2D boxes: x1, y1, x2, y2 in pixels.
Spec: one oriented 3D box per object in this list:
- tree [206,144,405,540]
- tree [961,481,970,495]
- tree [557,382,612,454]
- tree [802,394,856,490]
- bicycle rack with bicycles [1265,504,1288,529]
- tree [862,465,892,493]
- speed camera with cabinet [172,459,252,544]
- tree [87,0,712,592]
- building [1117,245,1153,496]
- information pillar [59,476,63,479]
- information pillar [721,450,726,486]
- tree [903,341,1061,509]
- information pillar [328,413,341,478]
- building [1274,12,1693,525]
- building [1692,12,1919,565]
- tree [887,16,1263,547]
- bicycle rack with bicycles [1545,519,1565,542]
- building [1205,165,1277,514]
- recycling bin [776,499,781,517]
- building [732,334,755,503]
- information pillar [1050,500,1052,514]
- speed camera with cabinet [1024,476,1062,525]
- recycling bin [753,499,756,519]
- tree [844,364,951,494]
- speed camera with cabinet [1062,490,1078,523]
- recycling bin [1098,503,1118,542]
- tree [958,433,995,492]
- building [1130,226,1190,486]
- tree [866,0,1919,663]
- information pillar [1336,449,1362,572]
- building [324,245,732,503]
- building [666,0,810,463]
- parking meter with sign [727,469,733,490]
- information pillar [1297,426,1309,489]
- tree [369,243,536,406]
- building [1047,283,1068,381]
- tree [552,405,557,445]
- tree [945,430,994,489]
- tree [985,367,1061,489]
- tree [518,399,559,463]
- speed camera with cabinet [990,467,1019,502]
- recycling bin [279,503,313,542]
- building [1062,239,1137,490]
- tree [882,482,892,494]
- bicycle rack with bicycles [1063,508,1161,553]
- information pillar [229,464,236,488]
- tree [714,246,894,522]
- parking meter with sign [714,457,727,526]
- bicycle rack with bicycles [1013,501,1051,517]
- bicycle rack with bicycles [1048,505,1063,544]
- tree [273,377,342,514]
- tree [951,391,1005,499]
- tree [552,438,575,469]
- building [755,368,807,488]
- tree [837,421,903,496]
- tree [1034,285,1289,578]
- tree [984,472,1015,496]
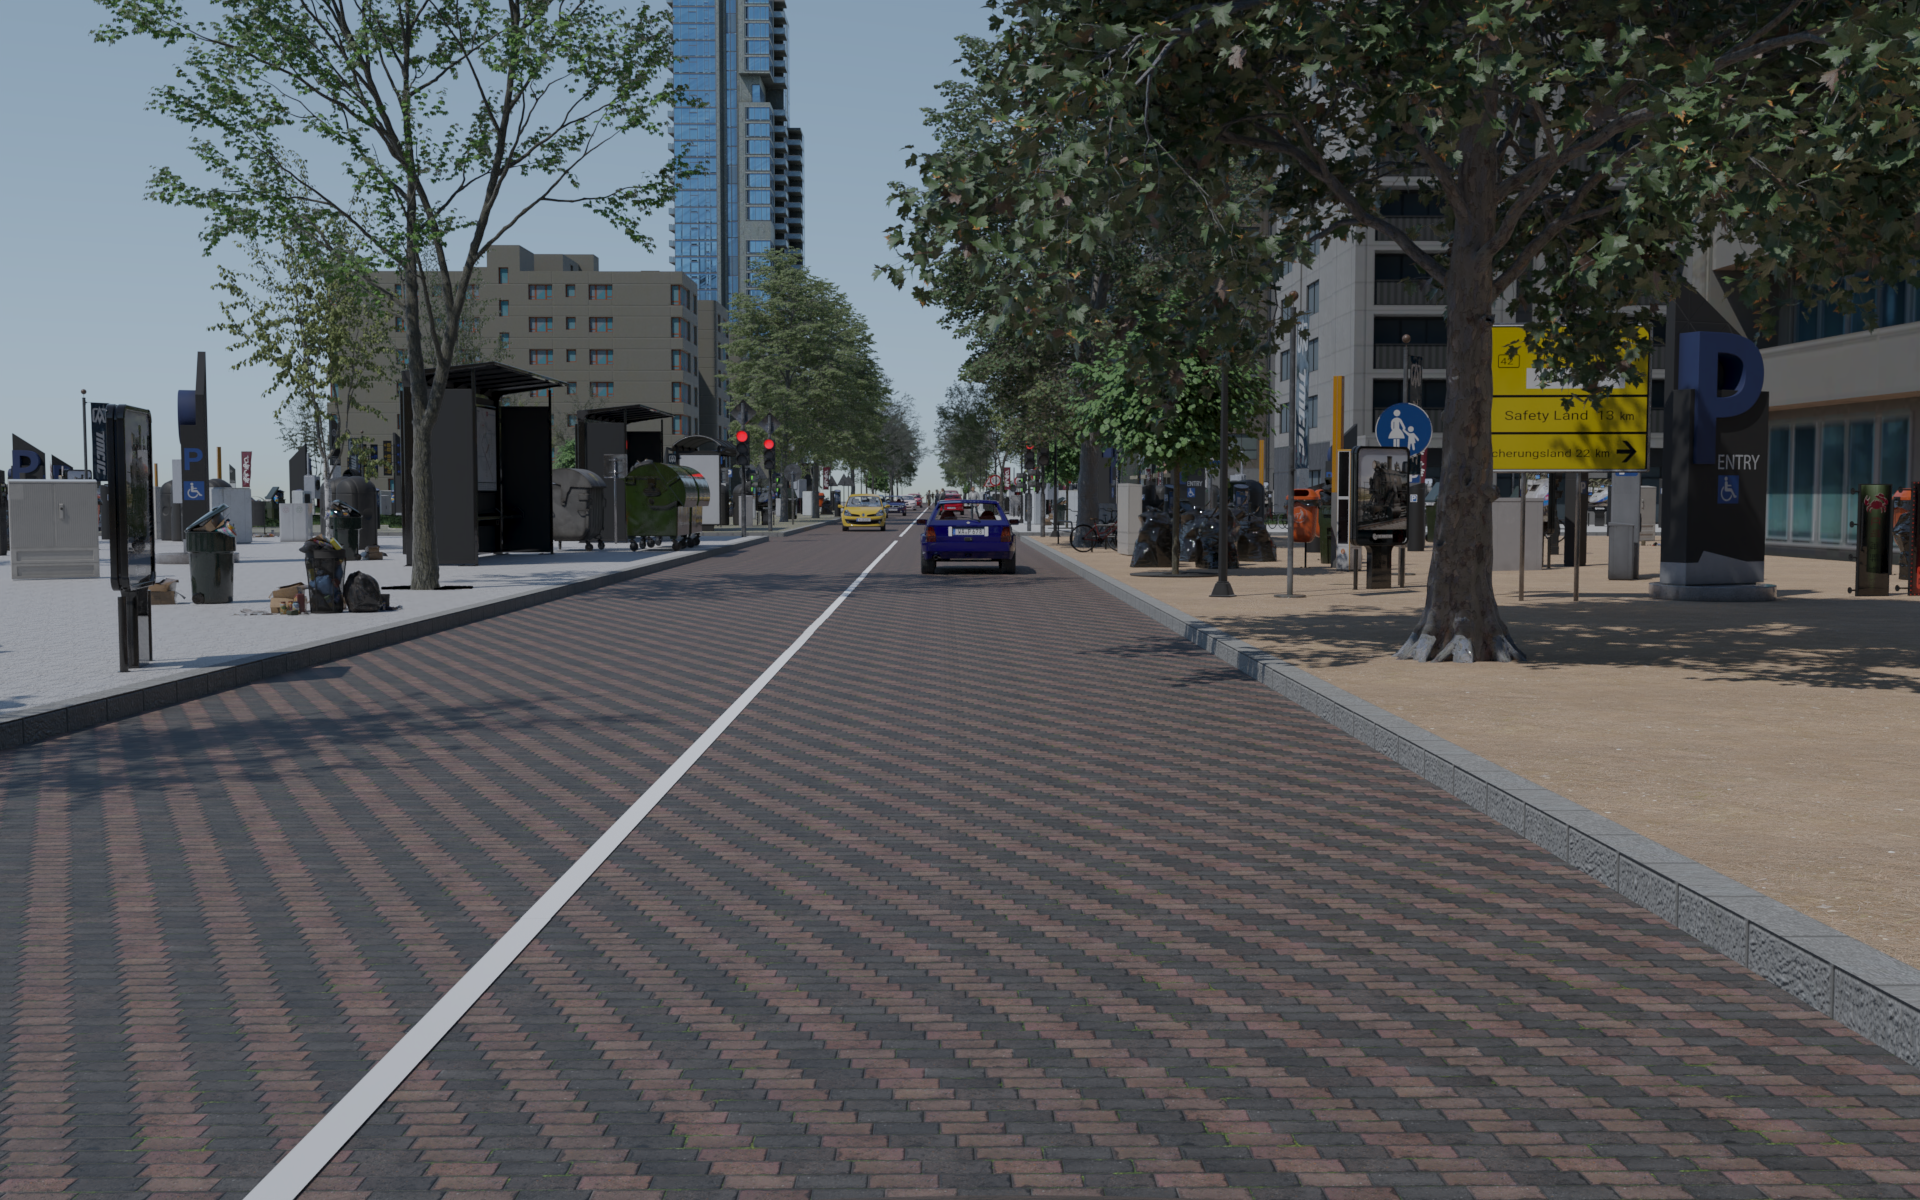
[{"bbox_3d":[-13.516,-5.276,36.625,4.737,8.622,4.395,0,3,0],"label":"tree"},{"bbox_3d":[0.844,-16.812,269.478,1.663,3.219,1.824,0,3,0],"label":"tree"},{"bbox_3d":[-24.368,-9.874,111.806,4.360,8.622,3.978,0,3,0],"label":"tree"},{"bbox_3d":[-8.044,-9.044,98.229,4.360,8.622,3.978,0,3,0],"label":"tree"},{"bbox_3d":[12.400,-3.068,63.548,2.852,0.926,2.925,-1,4,-17],"label":"bicycle rack with bicycles"},{"bbox_3d":[-9.082,-12.563,189.122,4.285,4.588,4.351,0,3,0],"label":"tree"},{"bbox_3d":[-18.996,-3.038,44.002,0.660,3.252,2.038,1,4,23],"label":"speed camera with cabinet"},{"bbox_3d":[-7.072,-5.953,23.082,9.928,11.665,9.643,0,3,0],"label":"tree"},{"bbox_3d":[26.976,-53.037,179.823,22.319,86.520,31.000,0,4,-1],"label":"building"},{"bbox_3d":[-35.635,-3.942,68.942,0.304,2.012,0.304,-3,5,-44],"label":"information pillar"},{"bbox_3d":[-11.829,-5.777,85.814,0.504,3.616,0.183,0,4,2],"label":"information pillar"},{"bbox_3d":[2.238,-10.095,99.463,8.767,10.594,7.601,1,4,16],"label":"tree"},{"bbox_3d":[-18.162,-3.608,50.345,0.183,3.616,0.504,1,4,10],"label":"information pillar"},{"bbox_3d":[27.036,-39.268,80.281,20.611,71.187,20.563,0,4,-1],"label":"building"},{"bbox_3d":[26.596,-24.603,25.959,21.300,48.544,21.600,0,4,-1],"label":"building"},{"bbox_3d":[3.107,-8.269,41.848,9.857,13.997,8.962,0,3,0],"label":"tree"},{"bbox_3d":[15.218,-2.033,46.616,2.852,0.926,2.925,-2,4,-29],"label":"bicycle rack with bicycles"},{"bbox_3d":[22.216,-20.888,113.215,14.160,30.474,14.107,0,4,-1],"label":"building"},{"bbox_3d":[-10.001,-5.245,98.303,0.722,1.027,0.722,-2,4,-24],"label":"recycling bin"},{"bbox_3d":[-36.737,-20.345,177.688,27.650,21.520,28.899,0,4,-1],"label":"building"},{"bbox_3d":[5.637,-6.147,104.996,0.304,2.012,0.304,2,4,26],"label":"information pillar"},{"bbox_3d":[3.387,-4.789,72.628,0.660,3.252,2.038,-2,4,-27],"label":"speed camera with cabinet"},{"bbox_3d":[-10.773,-4.637,88.367,0.722,1.027,0.722,0,4,-4],"label":"recycling bin"},{"bbox_3d":[-8.103,-15.282,160.227,12.009,13.543,11.850,0,3,0],"label":"tree"},{"bbox_3d":[4.252,-5.005,76.171,2.038,3.252,0.660,0,4,-3],"label":"speed camera with cabinet"},{"bbox_3d":[3.869,-2.076,46.499,0.722,1.027,0.722,0,4,8],"label":"recycling bin"},{"bbox_3d":[1.908,-12.716,158.263,4.360,8.622,3.978,0,3,0],"label":"tree"},{"bbox_3d":[27.148,-30.328,150.489,22.147,44.769,28.867,0,4,-1],"label":"building"},{"bbox_3d":[4.047,-5.883,13.190,9.611,12.733,9.660,0,3,0],"label":"tree"},{"bbox_3d":[6.448,-1.478,28.654,0.304,2.012,0.304,-2,4,-33],"label":"information pillar"},{"bbox_3d":[-35.482,-18.582,148.848,27.650,21.520,28.899,0,4,-1],"label":"building"},{"bbox_3d":[-34.833,-58.883,275.414,22.319,86.520,31.000,0,4,-1],"label":"building"},{"bbox_3d":[-16.607,-7.680,121.836,0.543,3.016,1.738,1,4,18],"label":"parking meter with sign"},{"bbox_3d":[9.899,-3.589,50.043,0.504,3.616,0.183,-3,5,-43],"label":"information pillar"},{"bbox_3d":[-14.138,-5.976,48.066,4.360,8.622,3.978,0,3,0],"label":"tree"},{"bbox_3d":[24.630,-40.304,282.667,21.300,48.544,21.600,0,4,-1],"label":"building"},{"bbox_3d":[-25.433,-8.953,96.740,4.360,8.622,3.978,0,3,0],"label":"tree"},{"bbox_3d":[1.267,-20.411,251.848,7.486,12.596,7.792,0,3,0],"label":"tree"},{"bbox_3d":[3.506,-8.368,87.181,4.737,8.622,4.395,0,3,0],"label":"tree"},{"bbox_3d":[-32.426,-11.036,130.803,4.737,8.622,4.395,0,3,0],"label":"tree"},{"bbox_3d":[3.303,-8.219,128.723,2.038,3.252,0.660,1,4,10],"label":"speed camera with cabinet"},{"bbox_3d":[-17.928,-2.093,46.779,0.722,1.027,0.722,-1,4,-10],"label":"recycling bin"},{"bbox_3d":[26.678,-38.928,256.086,23.786,49.044,30.456,0,4,-1],"label":"building"},{"bbox_3d":[-8.761,-13.097,208.731,1.663,3.219,1.824,0,3,0],"label":"tree"},{"bbox_3d":[4.106,-1.546,38.663,2.925,0.926,2.852,1,4,16],"label":"bicycle rack with bicycles"},{"bbox_3d":[-56.439,-8.748,134.384,0.504,3.616,0.183,0,4,5],"label":"information pillar"},{"bbox_3d":[-7.885,-9.897,79.936,7.486,12.596,7.792,0,3,0],"label":"tree"},{"bbox_3d":[-10.125,-4.430,68.695,0.543,3.016,1.738,2,4,30],"label":"parking meter with sign"},{"bbox_3d":[4.037,-5.101,96.791,2.852,0.926,2.925,0,4,4],"label":"bicycle rack with bicycles"},{"bbox_3d":[3.631,-1.870,43.958,2.852,0.926,2.925,0,4,-7],"label":"bicycle rack with bicycles"},{"bbox_3d":[-39.743,-9.526,106.106,4.360,8.622,3.978,0,3,0],"label":"tree"},{"bbox_3d":[1.200,-17.816,201.658,12.009,13.543,11.850,0,3,0],"label":"tree"},{"bbox_3d":[-19.010,-6.325,87.120,4.285,4.588,4.351,0,3,0],"label":"tree"},{"bbox_3d":[-36.582,-24.561,246.603,27.650,21.520,28.899,0,4,-1],"label":"building"},{"bbox_3d":[-9.193,-14.614,173.355,8.767,10.594,7.601,1,4,16],"label":"tree"},{"bbox_3d":[3.448,-2.650,27.041,4.285,4.588,4.351,0,3,0],"label":"tree"},{"bbox_3d":[3.053,-8.053,126.274,1.663,3.219,1.824,0,3,0],"label":"tree"}]
